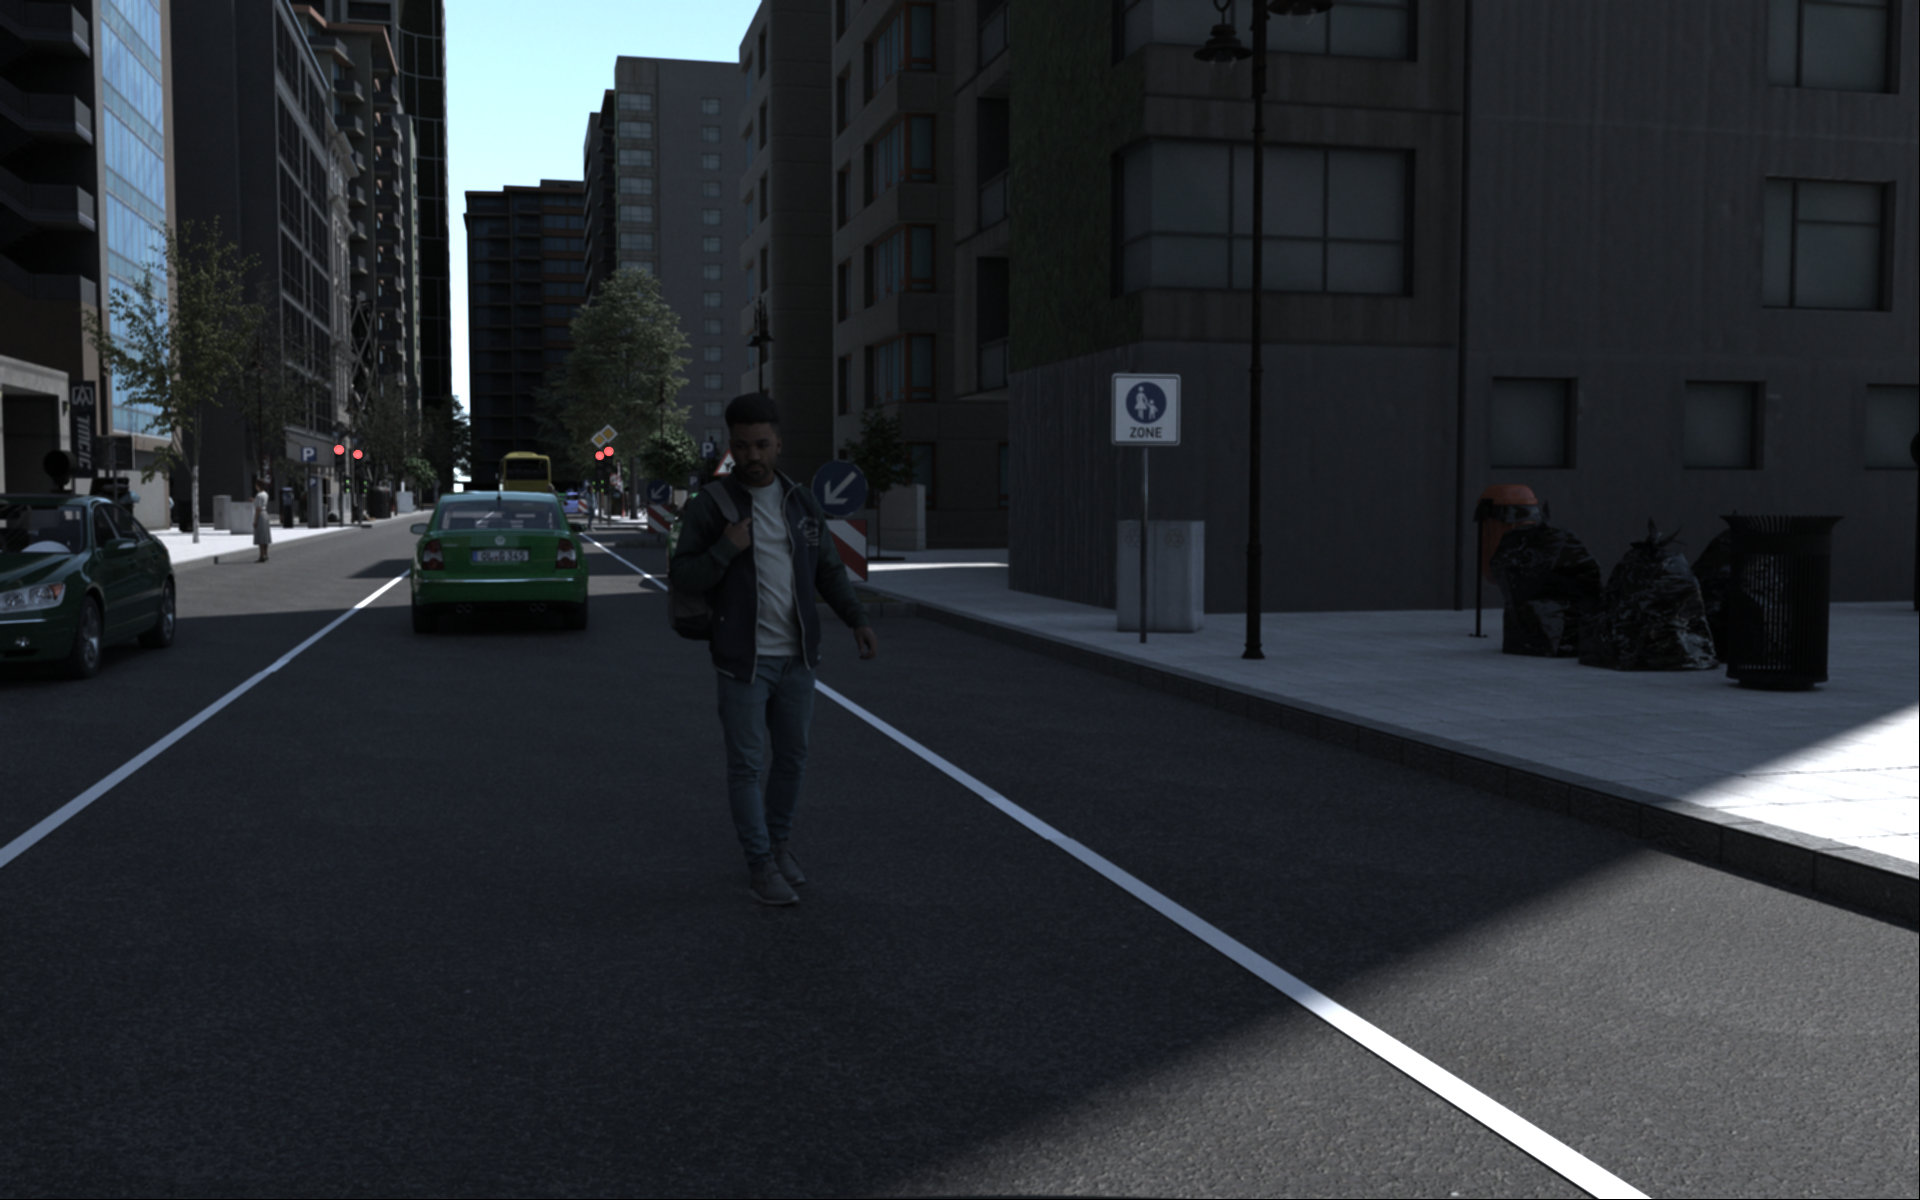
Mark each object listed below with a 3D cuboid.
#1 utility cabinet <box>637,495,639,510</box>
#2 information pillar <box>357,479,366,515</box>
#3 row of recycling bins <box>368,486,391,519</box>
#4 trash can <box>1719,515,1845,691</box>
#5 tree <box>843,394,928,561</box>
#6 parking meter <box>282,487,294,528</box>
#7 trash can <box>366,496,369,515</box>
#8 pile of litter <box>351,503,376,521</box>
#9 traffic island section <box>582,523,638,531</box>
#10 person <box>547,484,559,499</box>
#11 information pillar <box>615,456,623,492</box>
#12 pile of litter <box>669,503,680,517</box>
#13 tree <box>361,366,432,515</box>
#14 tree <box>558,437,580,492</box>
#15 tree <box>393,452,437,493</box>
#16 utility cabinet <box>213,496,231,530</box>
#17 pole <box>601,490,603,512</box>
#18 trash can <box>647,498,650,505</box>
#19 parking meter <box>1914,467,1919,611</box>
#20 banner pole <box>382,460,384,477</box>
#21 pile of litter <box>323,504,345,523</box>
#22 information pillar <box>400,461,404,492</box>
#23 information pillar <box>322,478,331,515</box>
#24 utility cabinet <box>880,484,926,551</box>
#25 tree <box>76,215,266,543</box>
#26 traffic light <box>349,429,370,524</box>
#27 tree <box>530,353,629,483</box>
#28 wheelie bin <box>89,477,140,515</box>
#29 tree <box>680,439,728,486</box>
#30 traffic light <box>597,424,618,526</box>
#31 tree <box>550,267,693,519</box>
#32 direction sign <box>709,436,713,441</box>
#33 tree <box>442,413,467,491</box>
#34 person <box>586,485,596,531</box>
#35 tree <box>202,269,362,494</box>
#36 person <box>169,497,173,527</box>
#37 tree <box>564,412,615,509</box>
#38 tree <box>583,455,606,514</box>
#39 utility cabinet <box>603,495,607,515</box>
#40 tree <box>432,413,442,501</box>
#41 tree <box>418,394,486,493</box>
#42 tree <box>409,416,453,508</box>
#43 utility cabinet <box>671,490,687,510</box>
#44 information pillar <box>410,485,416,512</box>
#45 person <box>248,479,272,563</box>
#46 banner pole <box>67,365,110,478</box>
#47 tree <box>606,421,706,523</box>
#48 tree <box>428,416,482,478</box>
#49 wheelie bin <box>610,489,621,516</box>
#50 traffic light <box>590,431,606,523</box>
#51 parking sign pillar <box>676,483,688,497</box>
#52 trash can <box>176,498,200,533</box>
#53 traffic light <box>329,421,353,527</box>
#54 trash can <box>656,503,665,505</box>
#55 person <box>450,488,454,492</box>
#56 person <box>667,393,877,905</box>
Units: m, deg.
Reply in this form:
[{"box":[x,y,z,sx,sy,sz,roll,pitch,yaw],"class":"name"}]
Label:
[{"box":[-25.703,-7.681,136.747,0.306,1.237,1.020,-3,5,-41],"class":"utility cabinet"},{"box":[-29.773,-4.996,86.184,0.304,2.012,0.304,0,4,5],"class":"information pillar"},{"box":[-30.333,-5.097,90.442,1.069,1.692,3.534,-1,4,-14],"class":"row of recycling bins"},{"box":[5.414,0.012,11.452,0.748,1.137,0.748,0,3,0],"class":"trash can"},{"box":[-1.455,-2.392,33.713,1.663,3.219,1.824,0,3,0],"class":"tree"},{"box":[-25.519,-3.508,65.760,0.372,1.533,0.369,0,3,0],"class":"parking meter"},{"box":[-37.249,-5.927,108.555,0.748,1.137,0.748,0,3,0],"class":"trash can"},{"box":[-28.387,-4.184,82.366,1.176,0.858,1.719,-1,4,-16],"class":"pile of litter"},{"box":[-14.017,-2.879,69.357,2.009,0.180,2.903,-1,4,-14],"class":"traffic island section"},{"box":[-14.598,-3.254,61.882,0.537,1.800,0.526,0,4,6],"class":"person"},{"box":[-21.186,-7.105,107.518,0.504,3.616,0.183,2,4,24],"class":"information pillar"},{"box":[-15.904,-5.033,96.260,1.719,0.858,1.176,1,4,9],"class":"pile of litter"},{"box":[-32.562,-9.016,97.778,4.360,8.622,3.978,0,3,0],"class":"tree"},{"box":[-41.442,-14.354,185.041,4.360,8.622,3.978,0,3,0],"class":"tree"},{"box":[-42.983,-9.357,136.702,4.285,4.588,4.351,0,3,0],"class":"tree"},{"box":[-26.389,-3.106,61.944,0.306,1.237,1.020,-3,5,-42],"class":"utility cabinet"},{"box":[-26.064,-8.090,126.116,0.158,3.312,0.155,0,3,0],"class":"pole"},{"box":[-25.739,-8.111,144.260,0.748,1.137,0.748,0,3,0],"class":"trash can"},{"box":[10.645,-0.808,18.918,0.399,1.863,0.255,-3,5,-40],"class":"parking meter"},{"box":[-42.743,-8.460,128.343,0.401,3.779,0.863,-2,4,-29],"class":"banner pole"},{"box":[-28.412,-3.877,77.348,1.719,0.858,1.176,0,4,-1],"class":"pile of litter"},{"box":[-38.292,-7.803,118.941,0.183,3.616,0.504,0,4,0],"class":"information pillar"},{"box":[-28.797,-4.538,78.686,0.304,2.012,0.304,0,4,6],"class":"information pillar"},{"box":[-1.287,-1.864,39.160,1.173,1.500,0.318,3,5,44],"class":"utility cabinet"},{"box":[-20.253,-5.798,45.160,4.737,8.622,4.395,0,3,0],"class":"tree"},{"box":[-25.825,-5.232,74.469,0.839,4.253,0.868,-1,4,-14],"class":"traffic light"},{"box":[-33.192,-15.093,153.429,9.857,13.997,8.962,0,3,0],"class":"tree"},{"box":[-15.914,-1.508,32.571,0.980,1.594,0.693,-3,5,-43],"class":"wheelie bin"},{"box":[-8.580,-4.007,60.117,1.663,3.219,1.824,0,3,0],"class":"tree"},{"box":[-14.058,-4.912,69.233,0.839,4.253,0.868,-1,4,-14],"class":"traffic light"},{"box":[-16.810,-10.326,86.962,7.486,12.596,7.792,0,3,0],"class":"tree"},{"box":[-9.761,-4.653,68.068,0.379,3.537,0.876,-1,4,-15],"class":"direction sign"},{"box":[-46.523,-12.487,154.530,4.360,8.622,3.978,0,3,0],"class":"tree"},{"box":[-14.317,-3.567,67.091,0.793,1.790,0.793,-2,4,-32],"class":"person"},{"box":[-23.072,-6.546,57.383,4.360,8.622,3.978,0,3,0],"class":"tree"},{"box":[-31.036,-3.509,67.686,0.589,1.601,0.330,1,4,18],"class":"person"},{"box":[-35.987,-13.076,164.152,4.737,8.622,4.395,0,3,0],"class":"tree"},{"box":[-22.705,-7.841,111.920,4.285,4.588,4.351,0,3,0],"class":"tree"},{"box":[-20.843,-5.668,103.838,1.020,1.237,0.306,0,4,7],"class":"utility cabinet"},{"box":[-34.629,-9.535,106.264,4.360,8.622,3.978,0,3,0],"class":"tree"},{"box":[-57.581,-16.981,195.762,7.486,12.596,7.792,0,3,0],"class":"tree"},{"box":[-49.241,-12.933,161.814,4.737,8.622,4.395,0,3,0],"class":"tree"},{"box":[-16.520,-5.706,101.978,1.173,1.500,0.318,3,5,44],"class":"utility cabinet"},{"box":[-40.260,-7.523,127.494,0.304,2.012,0.304,2,4,34],"class":"information pillar"},{"box":[-14.738,-1.668,36.338,0.524,1.755,0.480,0,4,1],"class":"person"},{"box":[-16.845,-2.671,33.685,0.863,3.779,0.401,-1,4,-18],"class":"banner pole"},{"box":[-13.022,-5.788,78.348,4.285,4.588,4.351,0,3,0],"class":"tree"},{"box":[-60.683,-16.677,207.082,7.601,10.594,8.767,0,4,-5],"class":"tree"},{"box":[-20.262,-5.755,102.001,0.693,1.594,0.980,-3,5,-41],"class":"wheelie bin"},{"box":[-16.030,-5.385,76.971,0.839,4.253,0.868,-1,4,-14],"class":"traffic light"},{"box":[-19.550,-8.171,122.066,1.447,3.967,1.447,1,4,23],"class":"parking sign pillar"},{"box":[-25.659,-2.810,57.603,0.748,1.137,0.748,0,3,0],"class":"trash can"},{"box":[-23.854,-4.759,66.730,0.839,4.253,0.868,-1,4,-14],"class":"traffic light"},{"box":[-20.987,-6.708,121.321,0.748,1.137,0.748,0,3,0],"class":"trash can"},{"box":[-28.858,-5.470,98.281,0.374,1.781,0.599,2,4,35],"class":"person"},{"box":[-0.703,0.166,6.140,0.623,1.781,0.721,-3,5,-43],"class":"person"}]
